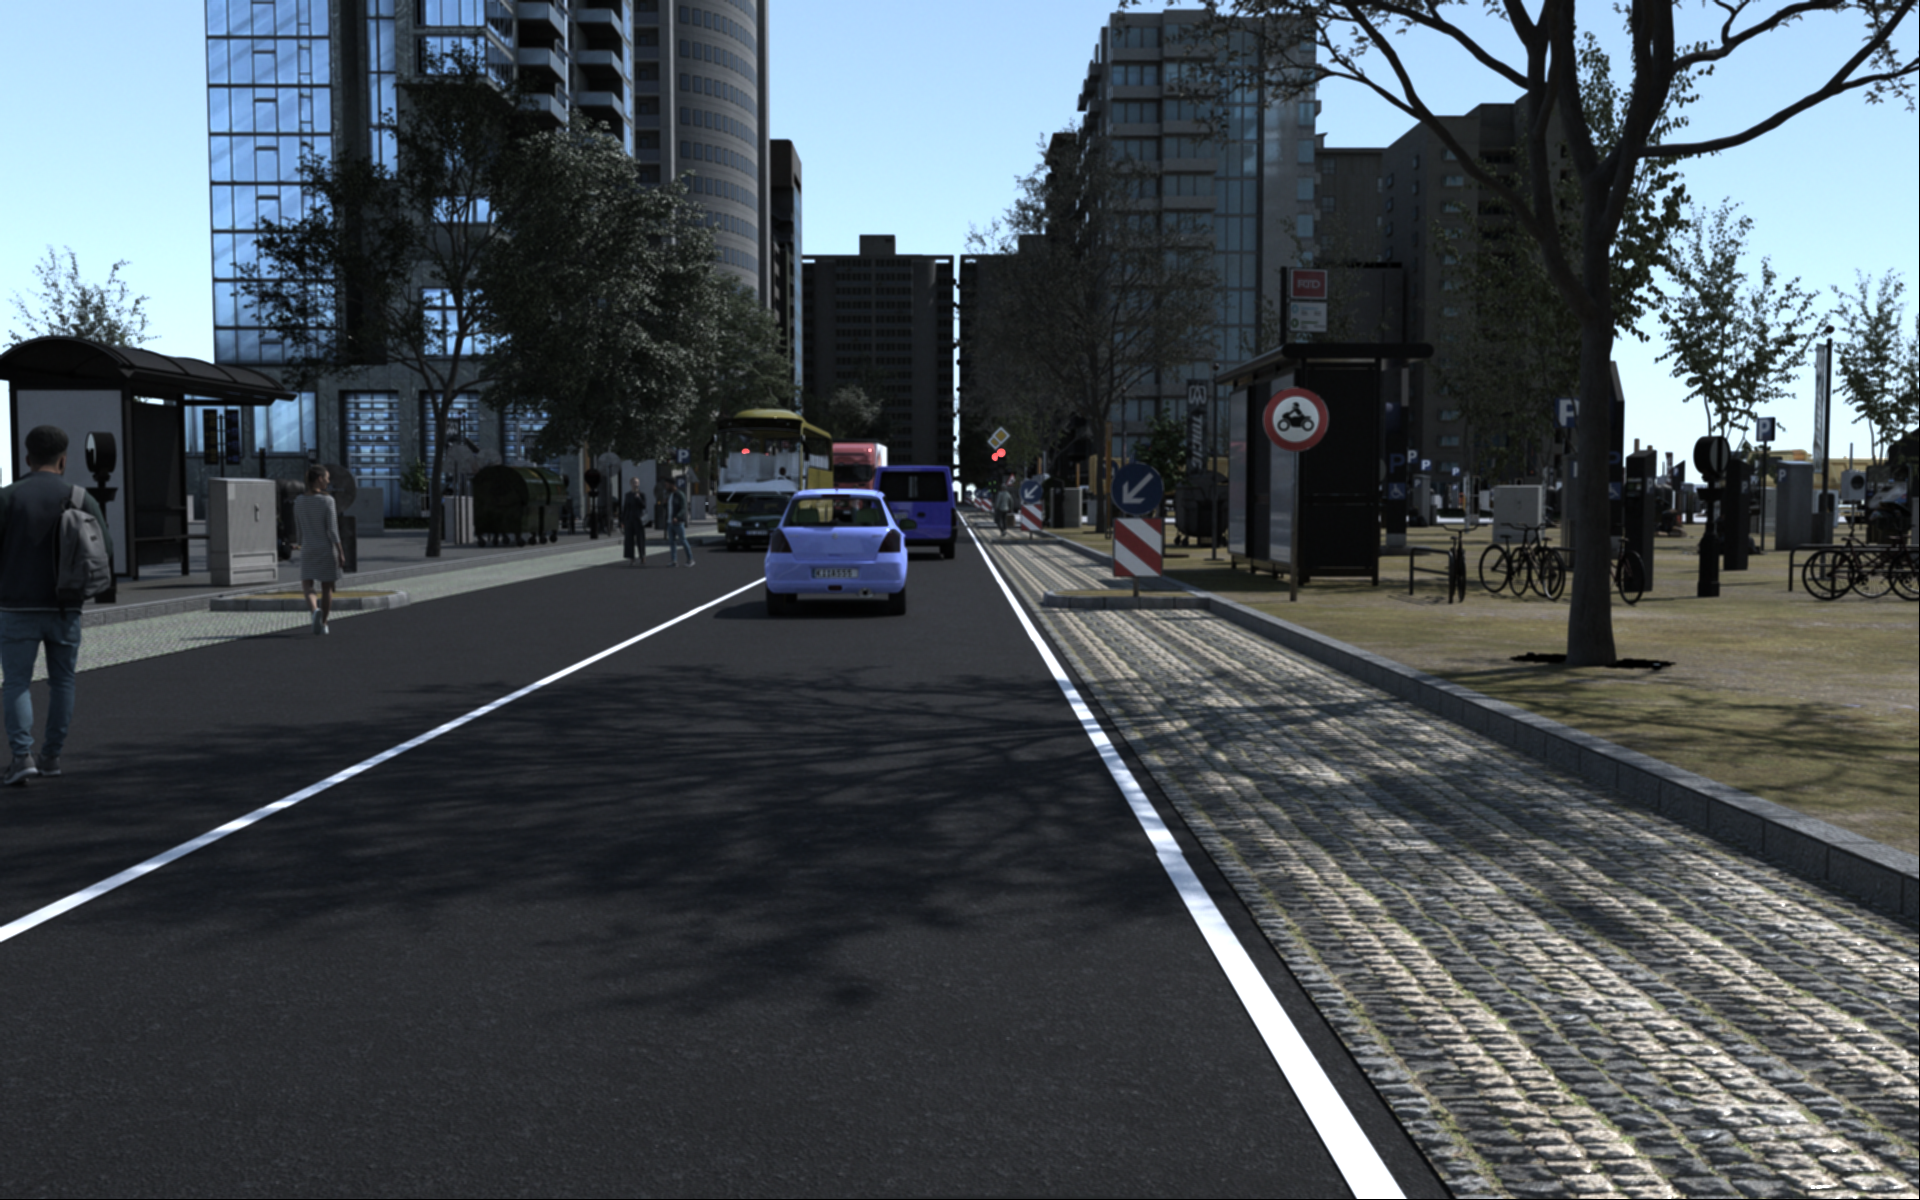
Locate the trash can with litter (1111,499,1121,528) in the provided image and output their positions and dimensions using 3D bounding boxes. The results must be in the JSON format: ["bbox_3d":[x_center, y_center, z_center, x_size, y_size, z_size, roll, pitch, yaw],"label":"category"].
[{"bbox_3d":[6.077,-3.358,66.286,0.624,1.170,1.055,-2,4,-31],"label":"trash can with litter"}]

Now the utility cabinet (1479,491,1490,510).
[{"bbox_3d":[33.039,-6.069,107.911,1.173,1.500,0.318,-1,4,-12],"label":"utility cabinet"}]

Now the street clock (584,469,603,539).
[{"bbox_3d":[-10.433,-2.738,49.335,0.471,2.002,0.358,0,4,4],"label":"street clock"}]

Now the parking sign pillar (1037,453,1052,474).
[{"bbox_3d":[5.213,-7.224,106.577,1.447,3.967,1.447,-1,4,-20],"label":"parking sign pillar"}]

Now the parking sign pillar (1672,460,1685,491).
[{"bbox_3d":[56.144,-9.019,135.934,1.447,3.967,1.447,0,4,5],"label":"parking sign pillar"}]

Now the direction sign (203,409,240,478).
[{"bbox_3d":[-19.723,-3.322,46.316,0.876,3.537,0.379,-1,4,-22],"label":"direction sign"}]

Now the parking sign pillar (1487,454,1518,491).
[{"bbox_3d":[36.522,-7.847,116.763,1.447,3.967,1.447,3,4,36],"label":"parking sign pillar"}]

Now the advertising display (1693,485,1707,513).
[{"bbox_3d":[50.306,-6.888,117.827,0.974,1.923,0.123,0,4,-2],"label":"advertising display"}]

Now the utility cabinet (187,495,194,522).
[{"bbox_3d":[-35.922,-4.220,80.162,0.306,1.237,1.020,1,4,11],"label":"utility cabinet"}]

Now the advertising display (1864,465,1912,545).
[{"bbox_3d":[20.597,-2.033,38.460,0.123,1.923,0.974,-2,4,-33],"label":"advertising display"}]

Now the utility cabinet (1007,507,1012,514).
[{"bbox_3d":[3.192,-6.316,114.425,0.306,1.237,1.020,-1,4,-23],"label":"utility cabinet"}]

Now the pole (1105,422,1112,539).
[{"bbox_3d":[4.227,-3.393,49.311,0.158,3.312,0.155,0,3,0],"label":"pole"}]

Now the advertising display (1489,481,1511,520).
[{"bbox_3d":[26.171,-4.816,83.959,0.974,1.923,0.123,3,4,36],"label":"advertising display"}]

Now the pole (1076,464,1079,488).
[{"bbox_3d":[7.880,-7.470,115.970,0.158,3.312,0.155,0,3,0],"label":"pole"}]

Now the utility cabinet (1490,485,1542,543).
[{"bbox_3d":[14.392,-2.205,44.738,1.173,1.500,0.318,3,4,37],"label":"utility cabinet"}]

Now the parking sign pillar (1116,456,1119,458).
[{"bbox_3d":[11.590,-8.167,121.999,1.447,3.967,1.447,1,4,17],"label":"parking sign pillar"}]

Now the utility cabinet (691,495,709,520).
[{"bbox_3d":[-12.969,-4.568,85.849,0.306,1.237,1.020,1,4,19],"label":"utility cabinet"}]

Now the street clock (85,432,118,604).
[{"bbox_3d":[-10.056,-0.963,20.316,0.358,2.002,0.471,-3,5,-40],"label":"street clock"}]

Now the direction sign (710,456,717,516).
[{"bbox_3d":[-14.309,-6.759,102.503,0.876,3.537,0.379,-1,4,-12],"label":"direction sign"}]

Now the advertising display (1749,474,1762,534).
[{"bbox_3d":[25.263,-3.092,55.773,0.974,1.923,0.123,1,4,10],"label":"advertising display"}]

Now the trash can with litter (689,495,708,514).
[{"bbox_3d":[-18.963,-7.045,126.241,2.233,1.210,1.678,-3,5,-43],"label":"trash can with litter"}]

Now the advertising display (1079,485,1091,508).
[{"bbox_3d":[8.910,-7.247,123.706,0.974,1.923,0.123,2,4,30],"label":"advertising display"}]

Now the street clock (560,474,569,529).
[{"bbox_3d":[-14.593,-3.627,63.877,0.358,2.002,0.471,-2,4,-30],"label":"street clock"}]

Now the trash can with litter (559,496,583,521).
[{"bbox_3d":[-19.014,-4.358,82.303,2.233,1.210,1.678,0,4,6],"label":"trash can with litter"}]

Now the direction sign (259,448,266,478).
[{"bbox_3d":[-34.142,-5.679,84.841,0.379,3.537,0.876,0,4,-6],"label":"direction sign"}]

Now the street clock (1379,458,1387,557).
[{"bbox_3d":[8.412,-1.867,35.093,0.471,2.002,0.358,-3,5,-42],"label":"street clock"}]

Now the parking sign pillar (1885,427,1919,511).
[{"bbox_3d":[36.028,-4.745,66.046,1.447,3.967,1.447,1,4,8],"label":"parking sign pillar"}]

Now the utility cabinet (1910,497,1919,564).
[{"bbox_3d":[17.996,-1.255,31.675,0.306,1.237,1.020,-3,5,-43],"label":"utility cabinet"}]

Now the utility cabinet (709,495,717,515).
[{"bbox_3d":[-14.985,-5.840,106.642,1.020,1.237,0.306,1,4,14],"label":"utility cabinet"}]

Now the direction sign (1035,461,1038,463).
[{"bbox_3d":[5.273,-7.828,119.989,0.379,3.537,0.876,1,4,19],"label":"direction sign"}]

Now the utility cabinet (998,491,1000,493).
[{"bbox_3d":[3.392,-7.272,127.577,1.173,1.500,0.318,-1,4,-11],"label":"utility cabinet"}]

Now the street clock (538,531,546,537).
[{"bbox_3d":[-12.417,-2.864,51.398,0.358,2.002,0.471,-1,4,-23],"label":"street clock"}]

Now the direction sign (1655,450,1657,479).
[{"bbox_3d":[35.393,-5.930,88.947,0.876,3.537,0.379,-1,4,-19],"label":"direction sign"}]

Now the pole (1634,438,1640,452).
[{"bbox_3d":[24.809,-4.264,63.563,0.158,3.312,0.155,0,3,0],"label":"pole"}]

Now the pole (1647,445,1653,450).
[{"bbox_3d":[28.771,-4.800,72.322,0.158,3.312,0.155,0,3,0],"label":"pole"}]

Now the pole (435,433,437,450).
[{"bbox_3d":[-17.328,-3.896,57.547,0.158,3.312,0.155,0,3,0],"label":"pole"}]

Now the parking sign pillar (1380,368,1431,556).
[{"bbox_3d":[9.225,-2.940,36.539,1.447,3.967,1.447,1,4,14],"label":"parking sign pillar"}]

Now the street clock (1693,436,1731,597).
[{"bbox_3d":[9.361,-1.042,21.604,0.471,2.002,0.358,-3,4,-36],"label":"street clock"}]

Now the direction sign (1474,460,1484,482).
[{"bbox_3d":[34.926,-7.621,116.598,0.876,3.537,0.379,-2,4,-33],"label":"direction sign"}]

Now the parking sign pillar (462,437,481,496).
[{"bbox_3d":[-22.771,-5.676,81.275,1.447,3.967,1.447,2,4,30],"label":"parking sign pillar"}]

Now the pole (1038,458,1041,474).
[{"bbox_3d":[4.434,-6.292,96.716,0.158,3.312,0.155,0,3,0],"label":"pole"}]

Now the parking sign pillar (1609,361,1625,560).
[{"bbox_3d":[12.889,-2.813,34.468,1.447,3.967,1.447,1,4,13],"label":"parking sign pillar"}]

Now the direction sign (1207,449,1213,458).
[{"bbox_3d":[12.418,-5.787,86.620,0.876,3.537,0.379,1,4,18],"label":"direction sign"}]

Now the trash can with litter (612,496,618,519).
[{"bbox_3d":[-18.045,-4.859,90.835,0.624,1.170,1.055,-2,4,-34],"label":"trash can with litter"}]

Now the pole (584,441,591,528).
[{"bbox_3d":[-14.040,-4.368,65.252,0.158,3.312,0.155,0,3,0],"label":"pole"}]

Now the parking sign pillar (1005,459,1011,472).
[{"bbox_3d":[3.700,-8.838,132.976,1.447,3.967,1.447,0,4,2],"label":"parking sign pillar"}]

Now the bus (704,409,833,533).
[{"bbox_3d":[-5.617,-3.803,53.730,2.896,3.916,12.252,0,4,0],"label":"bus"}]

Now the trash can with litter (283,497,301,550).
[{"bbox_3d":[-15.776,-1.767,39.946,1.678,1.210,2.233,2,4,34],"label":"trash can with litter"}]

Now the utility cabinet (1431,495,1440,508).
[{"bbox_3d":[32.610,-6.584,118.814,0.306,1.237,1.020,3,4,37],"label":"utility cabinet"}]

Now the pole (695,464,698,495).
[{"bbox_3d":[-15.110,-6.452,99.328,0.158,3.312,0.155,0,3,0],"label":"pole"}]

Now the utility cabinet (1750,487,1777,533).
[{"bbox_3d":[26.283,-2.933,56.636,1.173,1.500,0.318,-3,5,-39],"label":"utility cabinet"}]
